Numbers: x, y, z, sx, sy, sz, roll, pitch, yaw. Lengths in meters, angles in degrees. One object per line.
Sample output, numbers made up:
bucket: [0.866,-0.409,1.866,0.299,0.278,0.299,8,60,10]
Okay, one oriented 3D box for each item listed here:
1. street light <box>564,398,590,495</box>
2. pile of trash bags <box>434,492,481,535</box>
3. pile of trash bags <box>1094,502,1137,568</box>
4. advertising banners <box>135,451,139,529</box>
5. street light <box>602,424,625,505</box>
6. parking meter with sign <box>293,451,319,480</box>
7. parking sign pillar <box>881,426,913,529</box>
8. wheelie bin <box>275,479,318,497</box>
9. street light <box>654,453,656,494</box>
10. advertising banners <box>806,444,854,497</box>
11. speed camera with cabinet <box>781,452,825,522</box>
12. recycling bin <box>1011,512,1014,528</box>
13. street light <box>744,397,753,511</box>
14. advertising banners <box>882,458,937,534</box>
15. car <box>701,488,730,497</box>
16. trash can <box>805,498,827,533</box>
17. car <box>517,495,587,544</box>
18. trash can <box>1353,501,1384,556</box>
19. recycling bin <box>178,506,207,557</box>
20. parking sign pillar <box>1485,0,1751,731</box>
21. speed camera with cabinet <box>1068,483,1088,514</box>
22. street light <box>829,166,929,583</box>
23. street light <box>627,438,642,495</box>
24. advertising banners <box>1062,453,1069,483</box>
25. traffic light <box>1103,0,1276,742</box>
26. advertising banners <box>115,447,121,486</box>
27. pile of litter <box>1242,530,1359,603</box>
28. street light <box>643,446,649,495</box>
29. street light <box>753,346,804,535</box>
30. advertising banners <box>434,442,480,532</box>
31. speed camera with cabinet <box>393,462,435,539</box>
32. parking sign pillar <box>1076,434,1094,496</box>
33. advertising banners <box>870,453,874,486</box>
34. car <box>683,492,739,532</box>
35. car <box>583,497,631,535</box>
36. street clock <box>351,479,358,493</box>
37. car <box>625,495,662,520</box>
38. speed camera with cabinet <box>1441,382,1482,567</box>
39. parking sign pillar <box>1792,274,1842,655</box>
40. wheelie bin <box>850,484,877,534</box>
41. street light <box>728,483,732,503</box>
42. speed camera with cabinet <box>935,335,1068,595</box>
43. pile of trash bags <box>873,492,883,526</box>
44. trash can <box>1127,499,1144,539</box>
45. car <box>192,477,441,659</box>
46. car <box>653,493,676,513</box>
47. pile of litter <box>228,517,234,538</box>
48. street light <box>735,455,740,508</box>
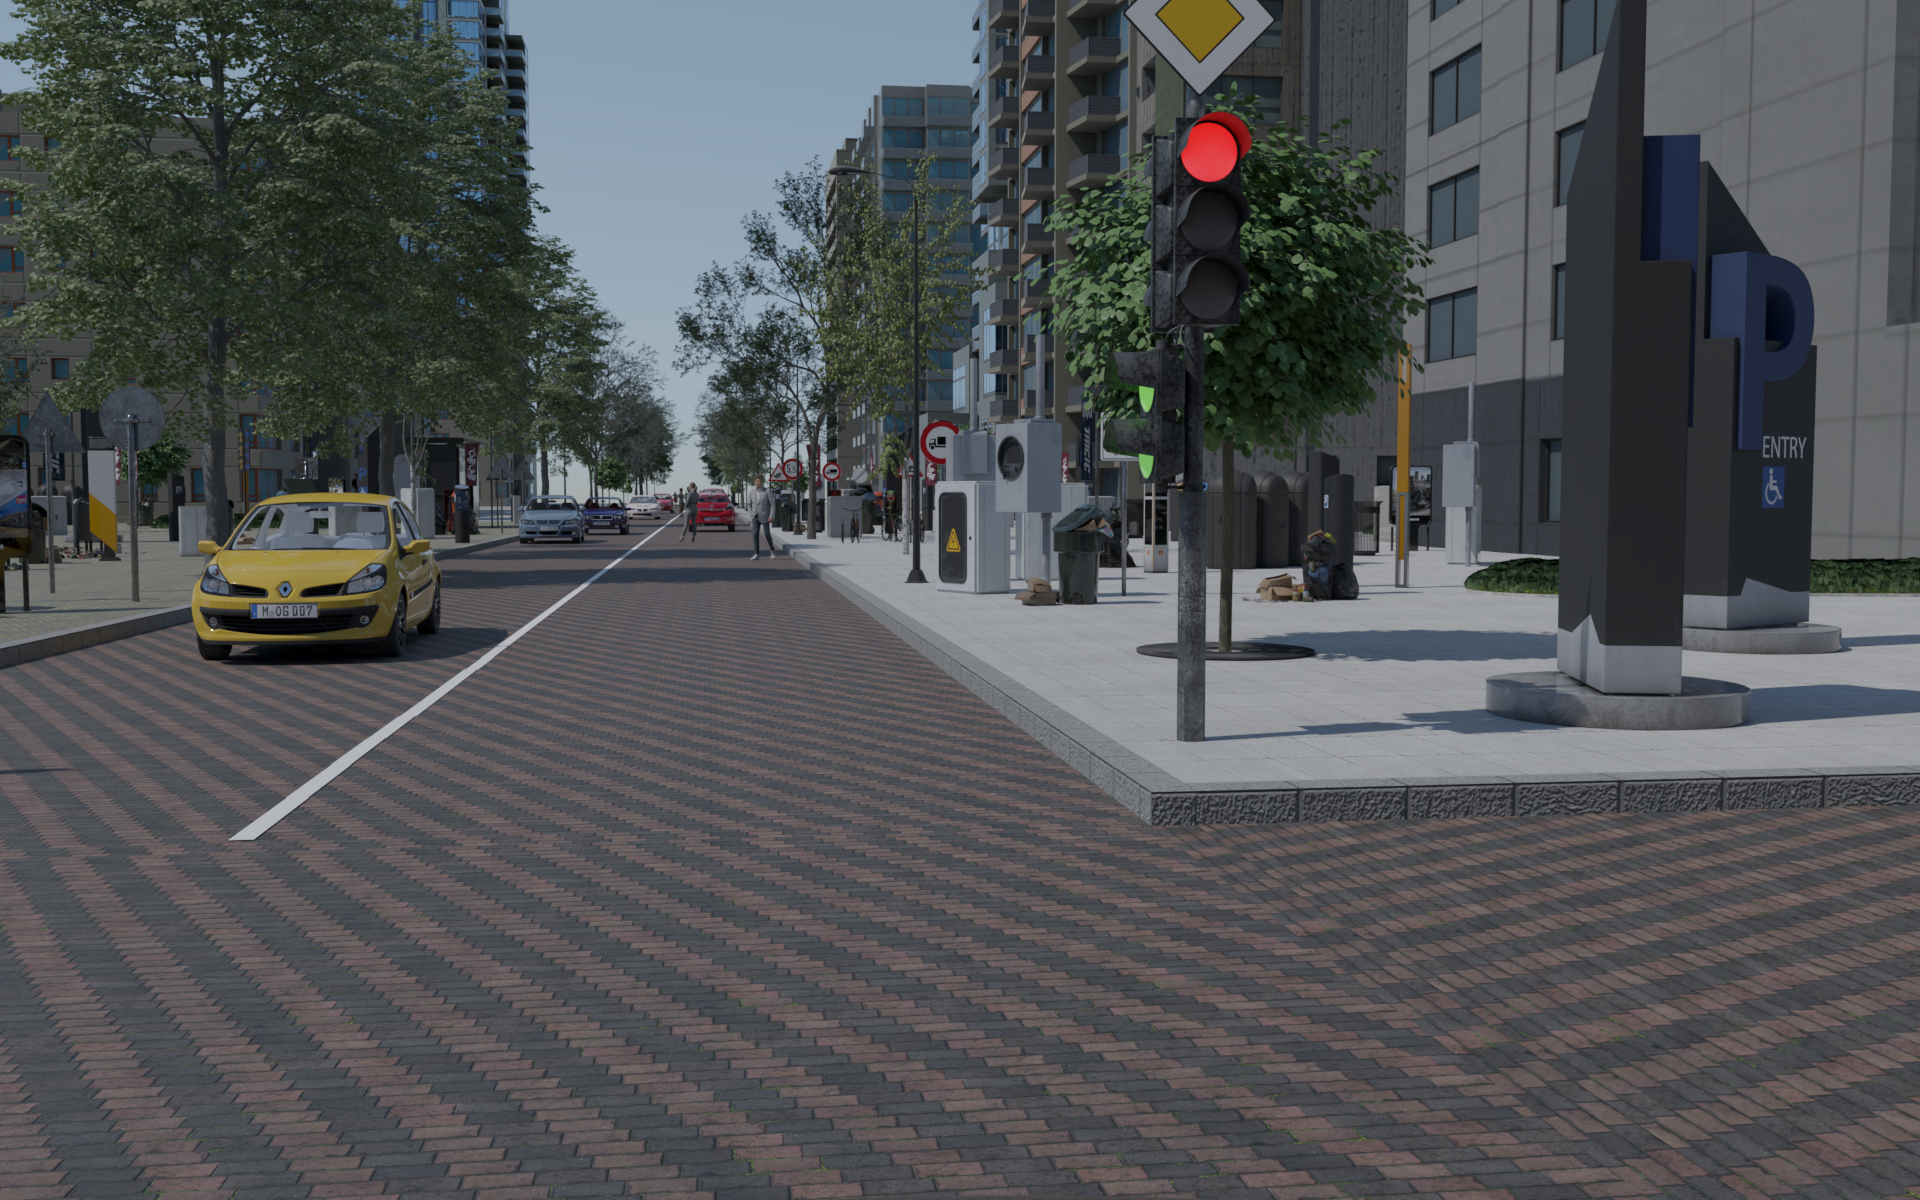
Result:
street light: [-18.542,-6.795,83.638,1.470,5.913,1.316,-1,4,-8]
pile of trash bags: [-16.283,-2.793,55.420,1.912,1.369,3.447,0,4,-8]
pile of trash bags: [2.002,-1.322,31.374,1.912,1.369,3.447,0,4,-6]
advertising banners: [-30.660,-4.177,64.487,0.090,3.025,2.074,-2,4,-26]
street light: [-22.920,-8.632,113.668,1.470,5.913,1.316,-1,4,-8]
parking meter with sign: [-25.917,-4.398,68.170,0.543,3.016,1.738,1,4,10]
parking sign pillar: [-2.169,-4.601,63.700,1.447,3.967,1.447,-2,4,-24]
wheelie bin: [-13.528,-1.681,35.389,0.693,1.594,0.980,3,5,42]
street light: [-34.652,-13.600,194.908,1.470,5.913,1.316,-1,4,-8]
advertising banners: [-4.392,-3.967,61.056,2.074,3.025,0.090,0,4,-1]
speed camera with cabinet: [-7.102,-5.095,77.640,2.038,3.252,0.660,0,4,3]
recycling bin: [1.618,-3.301,66.530,0.722,1.027,0.722,-1,4,-21]
street light: [-9.667,-6.773,83.272,1.470,5.913,1.316,-1,4,-8]
advertising banners: [-1.585,-3.656,55.971,2.074,3.025,0.090,2,4,26]
car: [-16.656,-6.624,116.971,2.281,1.827,5.304,0,4,-7]
trash can: [-4.784,-2.805,57.523,0.748,1.137,0.748,0,3,0]
car: [-12.119,-2.419,51.549,2.014,1.417,4.499,-1,4,-10]
trash can: [8.420,-1.491,36.028,0.748,1.137,0.748,0,3,0]
recycling bin: [-15.667,-1.420,35.774,0.722,1.027,0.722,-1,4,-11]
parking sign pillar: [3.818,-1.316,9.983,1.447,3.967,1.447,1,4,8]
speed camera with cabinet: [0.841,-1.917,25.680,2.038,3.252,0.660,-1,4,-11]
street light: [-1.164,-3.194,24.766,1.470,5.913,1.316,-1,4,-8]
street light: [-27.311,-10.449,143.390,1.470,5.913,1.316,-1,4,-8]
advertising banners: [4.046,-4.762,74.039,0.090,3.025,2.074,-2,4,-32]
traffic light: [1.184,-1.223,8.909,0.839,4.253,0.868,-1,4,-8]
advertising banners: [-27.407,-3.620,55.379,2.074,3.025,0.090,2,4,31]
pile of litter: [4.144,-0.435,21.079,1.719,0.858,1.176,-1,4,-22]
street light: [-30.421,-11.807,165.578,1.470,5.913,1.316,-1,4,-8]
street light: [-5.604,-4.982,53.992,1.470,5.913,1.316,-1,4,-8]
advertising banners: [-17.231,-3.811,58.501,2.074,3.025,0.090,-2,4,-27]
speed camera with cabinet: [-15.891,-3.399,49.908,0.660,3.252,2.038,-3,5,-45]
parking sign pillar: [5.664,-5.511,78.581,1.447,3.967,1.447,2,4,24]
advertising banners: [-4.022,-4.847,75.435,0.090,3.025,2.074,-1,4,-16]
car: [-9.625,-3.544,66.980,2.155,1.783,4.494,-1,4,-9]
car: [-12.690,-3.003,61.675,1.945,1.354,3.894,-1,4,-9]
street clock: [-28.206,-4.677,81.032,0.471,2.002,0.358,2,4,29]
car: [-18.000,-5.270,98.520,2.083,1.381,4.827,-1,4,-9]
speed camera with cabinet: [9.079,-2.262,31.314,0.660,3.252,2.038,1,4,20]
parking sign pillar: [6.592,-1.587,14.421,1.447,3.967,1.447,-3,4,-36]
wheelie bin: [-3.120,-2.918,55.616,0.980,1.594,0.693,1,4,23]
street light: [-16.459,-9.577,129.132,1.470,5.913,1.316,-1,4,-8]
speed camera with cabinet: [0.455,-1.695,22.053,0.660,3.252,2.038,-2,4,-34]
pile of trash bags: [-3.258,-3.802,71.920,1.912,1.369,3.447,-1,4,-9]
trash can: [5.076,-2.355,50.164,0.748,1.137,0.748,0,3,0]
car: [-5.967,-0.374,16.335,2.015,1.641,3.980,-1,4,-10]
car: [-22.338,-7.384,129.770,2.155,1.783,4.494,0,4,-7]
pile of litter: [-18.690,-1.866,44.481,1.176,0.858,1.719,0,4,-4]
street light: [-12.086,-7.732,98.951,1.470,5.913,1.316,-1,4,-8]
